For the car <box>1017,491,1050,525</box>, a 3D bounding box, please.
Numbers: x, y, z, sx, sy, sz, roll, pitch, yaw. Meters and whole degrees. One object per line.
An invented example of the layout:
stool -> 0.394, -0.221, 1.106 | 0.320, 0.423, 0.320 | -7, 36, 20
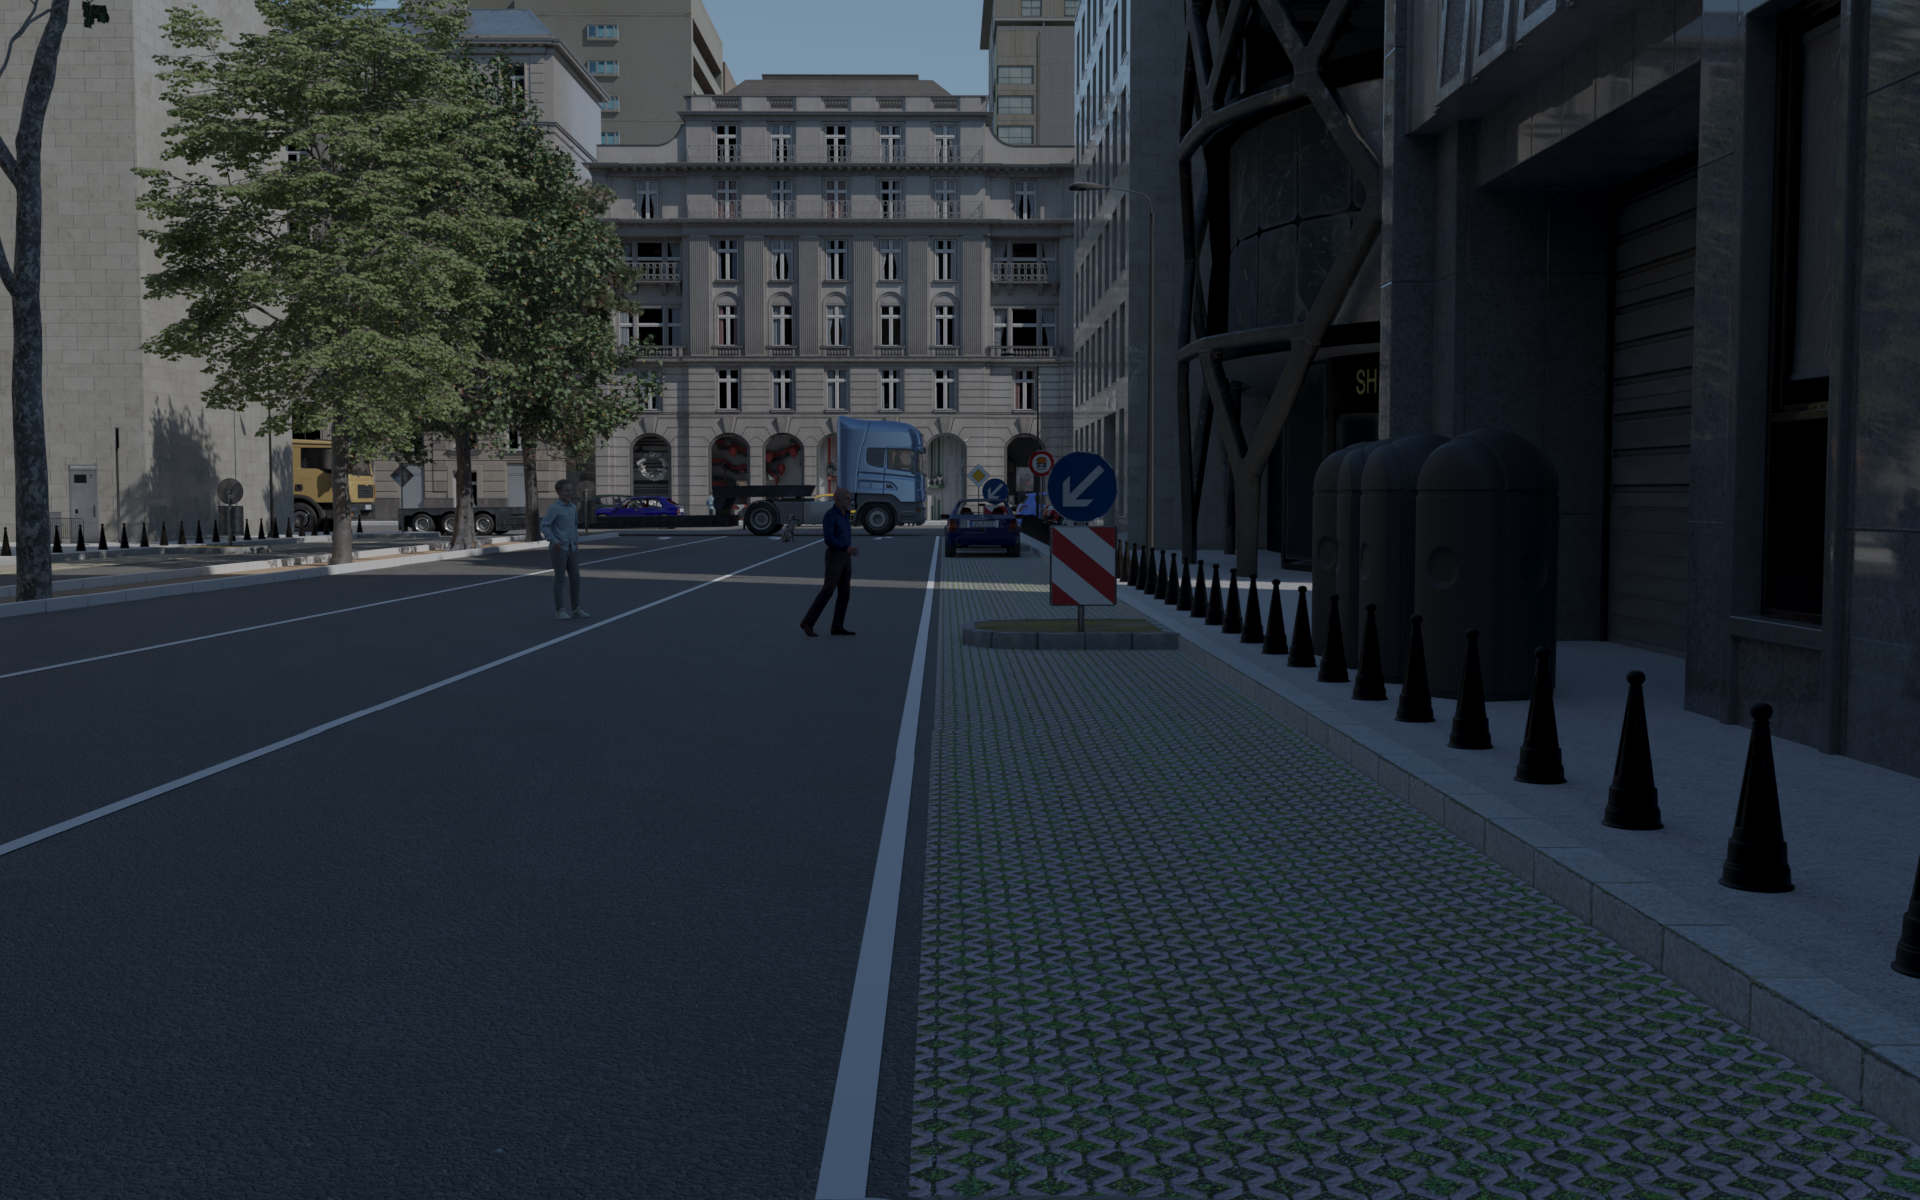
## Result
car -> 3.978, -3.484, 66.560 | 3.694, 1.707, 1.945 | 0, 4, 0

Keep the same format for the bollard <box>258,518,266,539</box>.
bollard -> -19.840, -2.027, 49.187 | 0.229, 0.601, 0.229 | 0, 3, 0

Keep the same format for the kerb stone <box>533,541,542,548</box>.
kerb stone -> -11.372, -1.463, 46.132 | 0.120, 0.150, 1.000 | 0, 4, -1

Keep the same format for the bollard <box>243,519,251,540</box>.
bollard -> -19.824, -1.964, 48.160 | 0.229, 0.601, 0.229 | 0, 3, 0

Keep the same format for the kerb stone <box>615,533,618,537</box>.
kerb stone -> -11.481, -2.150, 57.433 | 0.120, 0.150, 1.000 | 0, 4, -1

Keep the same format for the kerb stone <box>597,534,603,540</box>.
kerb stone -> -11.446, -1.966, 54.358 | 0.120, 0.150, 1.000 | 0, 4, -1

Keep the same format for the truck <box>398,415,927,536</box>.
truck -> -9.866, -4.313, 60.282 | 18.799, 4.110, 2.967 | 0, 4, 1

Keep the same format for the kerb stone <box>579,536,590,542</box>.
kerb stone -> -11.423, -1.838, 52.305 | 0.120, 0.150, 1.000 | 0, 4, -1

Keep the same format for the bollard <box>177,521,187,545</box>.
bollard -> -19.793, -1.713, 44.052 | 0.229, 0.601, 0.229 | 0, 3, 0

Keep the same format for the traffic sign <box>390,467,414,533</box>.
traffic sign -> -18.382, -3.268, 57.071 | 0.795, 2.450, 0.064 | 0, 4, -1

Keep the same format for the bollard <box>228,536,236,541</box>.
bollard -> -19.818, -1.902, 47.133 | 0.229, 0.601, 0.229 | 0, 3, 0

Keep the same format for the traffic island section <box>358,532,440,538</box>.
traffic island section -> -18.405, -2.132, 57.133 | 2.009, 0.180, 2.903 | 0, 4, -1

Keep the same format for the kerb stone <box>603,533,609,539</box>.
kerb stone -> -11.449, -2.028, 55.384 | 0.120, 0.150, 1.000 | 0, 4, -1

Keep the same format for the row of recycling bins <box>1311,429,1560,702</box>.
row of recycling bins -> 3.262, -0.322, 12.382 | 1.069, 1.692, 3.534 | 0, 4, -2

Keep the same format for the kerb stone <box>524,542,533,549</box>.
kerb stone -> -11.363, -1.401, 45.106 | 0.120, 0.150, 1.000 | 0, 4, -1

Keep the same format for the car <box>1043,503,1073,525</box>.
car -> 5.567, -3.284, 62.366 | 5.304, 1.827, 2.281 | 0, 4, -1

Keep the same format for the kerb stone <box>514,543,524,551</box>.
kerb stone -> -11.350, -1.339, 44.080 | 0.120, 0.150, 1.000 | 0, 4, -1

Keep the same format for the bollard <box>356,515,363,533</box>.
bollard -> -19.914, -2.532, 57.438 | 0.229, 0.601, 0.229 | 0, 3, 0

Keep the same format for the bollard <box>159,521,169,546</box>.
bollard -> -19.778, -1.650, 43.021 | 0.229, 0.601, 0.229 | 0, 3, 0

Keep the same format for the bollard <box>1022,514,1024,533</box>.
bollard -> 2.159, -2.393, 55.162 | 0.229, 0.601, 0.229 | 0, 3, 0

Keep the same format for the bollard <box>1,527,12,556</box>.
bollard -> -19.716, -1.208, 35.784 | 0.229, 0.601, 0.229 | 0, 3, 0

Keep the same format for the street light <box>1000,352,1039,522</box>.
street light -> 2.018, -5.163, 56.962 | 1.470, 5.913, 1.316 | 0, 4, -1

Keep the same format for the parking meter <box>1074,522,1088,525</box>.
parking meter -> 3.371, -2.587, 48.005 | 0.399, 1.863, 0.255 | -1, 4, -14

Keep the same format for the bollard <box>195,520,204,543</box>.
bollard -> -19.804, -1.776, 45.079 | 0.229, 0.601, 0.229 | 0, 3, 0

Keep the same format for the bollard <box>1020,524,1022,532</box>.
bollard -> 2.153, -2.457, 56.206 | 0.229, 0.601, 0.229 | 0, 3, 0

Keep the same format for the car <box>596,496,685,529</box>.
car -> -13.281, -3.575, 71.028 | 3.894, 1.354, 1.945 | 0, 4, 1

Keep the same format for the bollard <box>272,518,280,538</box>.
bollard -> -19.843, -2.090, 50.215 | 0.229, 0.601, 0.229 | 0, 3, 0

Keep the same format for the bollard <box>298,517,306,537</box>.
bollard -> -19.867, -2.216, 52.273 | 0.229, 0.601, 0.229 | 0, 3, 0

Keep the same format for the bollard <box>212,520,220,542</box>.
bollard -> -19.812, -1.839, 46.107 | 0.229, 0.601, 0.229 | 0, 3, 0

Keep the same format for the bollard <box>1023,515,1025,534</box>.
bollard -> 2.168, -2.329, 54.126 | 0.229, 0.601, 0.229 | 0, 3, 0

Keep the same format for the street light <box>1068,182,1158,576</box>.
street light -> 2.316, -3.268, 25.967 | 1.470, 5.913, 1.316 | 0, 4, -1

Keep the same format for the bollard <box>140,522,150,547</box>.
bollard -> -19.774, -1.587, 41.981 | 0.229, 0.601, 0.229 | 0, 3, 0

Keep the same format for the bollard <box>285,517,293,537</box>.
bollard -> -19.859, -2.153, 51.246 | 0.229, 0.601, 0.229 | 0, 3, 0

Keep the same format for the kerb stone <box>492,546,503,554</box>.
kerb stone -> -11.332, -1.213, 42.031 | 0.120, 0.150, 1.000 | 0, 4, -1

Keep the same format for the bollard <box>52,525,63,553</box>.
bollard -> -19.733, -1.334, 37.846 | 0.229, 0.601, 0.229 | 0, 3, 0

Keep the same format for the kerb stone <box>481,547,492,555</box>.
kerb stone -> -11.321, -1.147, 41.006 | 0.120, 0.150, 1.000 | 0, 4, -1

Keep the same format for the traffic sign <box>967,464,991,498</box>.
traffic sign -> 0.612, -3.277, 57.224 | 0.795, 2.450, 0.064 | 0, 4, -1

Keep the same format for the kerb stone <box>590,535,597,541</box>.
kerb stone -> -11.431, -1.899, 53.333 | 0.120, 0.150, 1.000 | 0, 4, -1

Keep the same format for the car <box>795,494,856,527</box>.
car -> -6.084, -4.042, 76.305 | 3.980, 1.641, 2.015 | 0, 4, 1

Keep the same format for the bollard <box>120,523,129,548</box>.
bollard -> -19.762, -1.524, 40.954 | 0.229, 0.601, 0.229 | 0, 3, 0

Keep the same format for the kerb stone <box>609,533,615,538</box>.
kerb stone -> -11.461, -2.088, 56.409 | 0.120, 0.150, 1.000 | 0, 4, -1

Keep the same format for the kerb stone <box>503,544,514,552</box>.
kerb stone -> -11.330, -1.276, 43.056 | 0.120, 0.150, 1.000 | 0, 4, -1

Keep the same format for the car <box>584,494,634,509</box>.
car -> -14.828, -4.090, 76.657 | 4.222, 1.686, 2.009 | 0, 4, 0

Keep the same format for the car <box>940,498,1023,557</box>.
car -> 0.511, -1.699, 40.361 | 1.945, 1.354, 3.894 | 0, 4, 0

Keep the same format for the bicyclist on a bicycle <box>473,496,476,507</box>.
bicyclist on a bicycle -> -20.550, -3.807, 72.264 | 1.625, 1.676, 1.499 | 0, 4, 0

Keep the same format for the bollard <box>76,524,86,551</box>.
bollard -> -19.744, -1.397, 38.884 | 0.229, 0.601, 0.229 | 0, 3, 0

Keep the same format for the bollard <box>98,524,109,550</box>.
bollard -> -19.758, -1.460, 39.912 | 0.229, 0.601, 0.229 | 0, 3, 0

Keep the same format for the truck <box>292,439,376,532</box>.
truck -> -25.111, -4.018, 61.622 | 9.791, 3.379, 3.469 | 0, 4, 1

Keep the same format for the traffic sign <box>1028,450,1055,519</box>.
traffic sign -> 2.381, -3.084, 50.530 | 0.768, 2.556, 0.104 | 0, 4, 8

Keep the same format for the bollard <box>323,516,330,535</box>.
bollard -> -19.886, -2.343, 54.349 | 0.229, 0.601, 0.229 | 0, 3, 0

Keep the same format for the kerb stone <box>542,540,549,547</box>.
kerb stone -> -11.379, -1.527, 47.165 | 0.120, 0.150, 1.000 | 0, 4, -1

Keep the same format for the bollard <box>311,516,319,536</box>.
bollard -> -19.875, -2.280, 53.316 | 0.229, 0.601, 0.229 | 0, 3, 0

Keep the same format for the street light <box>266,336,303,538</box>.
street light -> -19.752, -4.794, 50.929 | 1.470, 5.913, 1.316 | 0, 4, -1
